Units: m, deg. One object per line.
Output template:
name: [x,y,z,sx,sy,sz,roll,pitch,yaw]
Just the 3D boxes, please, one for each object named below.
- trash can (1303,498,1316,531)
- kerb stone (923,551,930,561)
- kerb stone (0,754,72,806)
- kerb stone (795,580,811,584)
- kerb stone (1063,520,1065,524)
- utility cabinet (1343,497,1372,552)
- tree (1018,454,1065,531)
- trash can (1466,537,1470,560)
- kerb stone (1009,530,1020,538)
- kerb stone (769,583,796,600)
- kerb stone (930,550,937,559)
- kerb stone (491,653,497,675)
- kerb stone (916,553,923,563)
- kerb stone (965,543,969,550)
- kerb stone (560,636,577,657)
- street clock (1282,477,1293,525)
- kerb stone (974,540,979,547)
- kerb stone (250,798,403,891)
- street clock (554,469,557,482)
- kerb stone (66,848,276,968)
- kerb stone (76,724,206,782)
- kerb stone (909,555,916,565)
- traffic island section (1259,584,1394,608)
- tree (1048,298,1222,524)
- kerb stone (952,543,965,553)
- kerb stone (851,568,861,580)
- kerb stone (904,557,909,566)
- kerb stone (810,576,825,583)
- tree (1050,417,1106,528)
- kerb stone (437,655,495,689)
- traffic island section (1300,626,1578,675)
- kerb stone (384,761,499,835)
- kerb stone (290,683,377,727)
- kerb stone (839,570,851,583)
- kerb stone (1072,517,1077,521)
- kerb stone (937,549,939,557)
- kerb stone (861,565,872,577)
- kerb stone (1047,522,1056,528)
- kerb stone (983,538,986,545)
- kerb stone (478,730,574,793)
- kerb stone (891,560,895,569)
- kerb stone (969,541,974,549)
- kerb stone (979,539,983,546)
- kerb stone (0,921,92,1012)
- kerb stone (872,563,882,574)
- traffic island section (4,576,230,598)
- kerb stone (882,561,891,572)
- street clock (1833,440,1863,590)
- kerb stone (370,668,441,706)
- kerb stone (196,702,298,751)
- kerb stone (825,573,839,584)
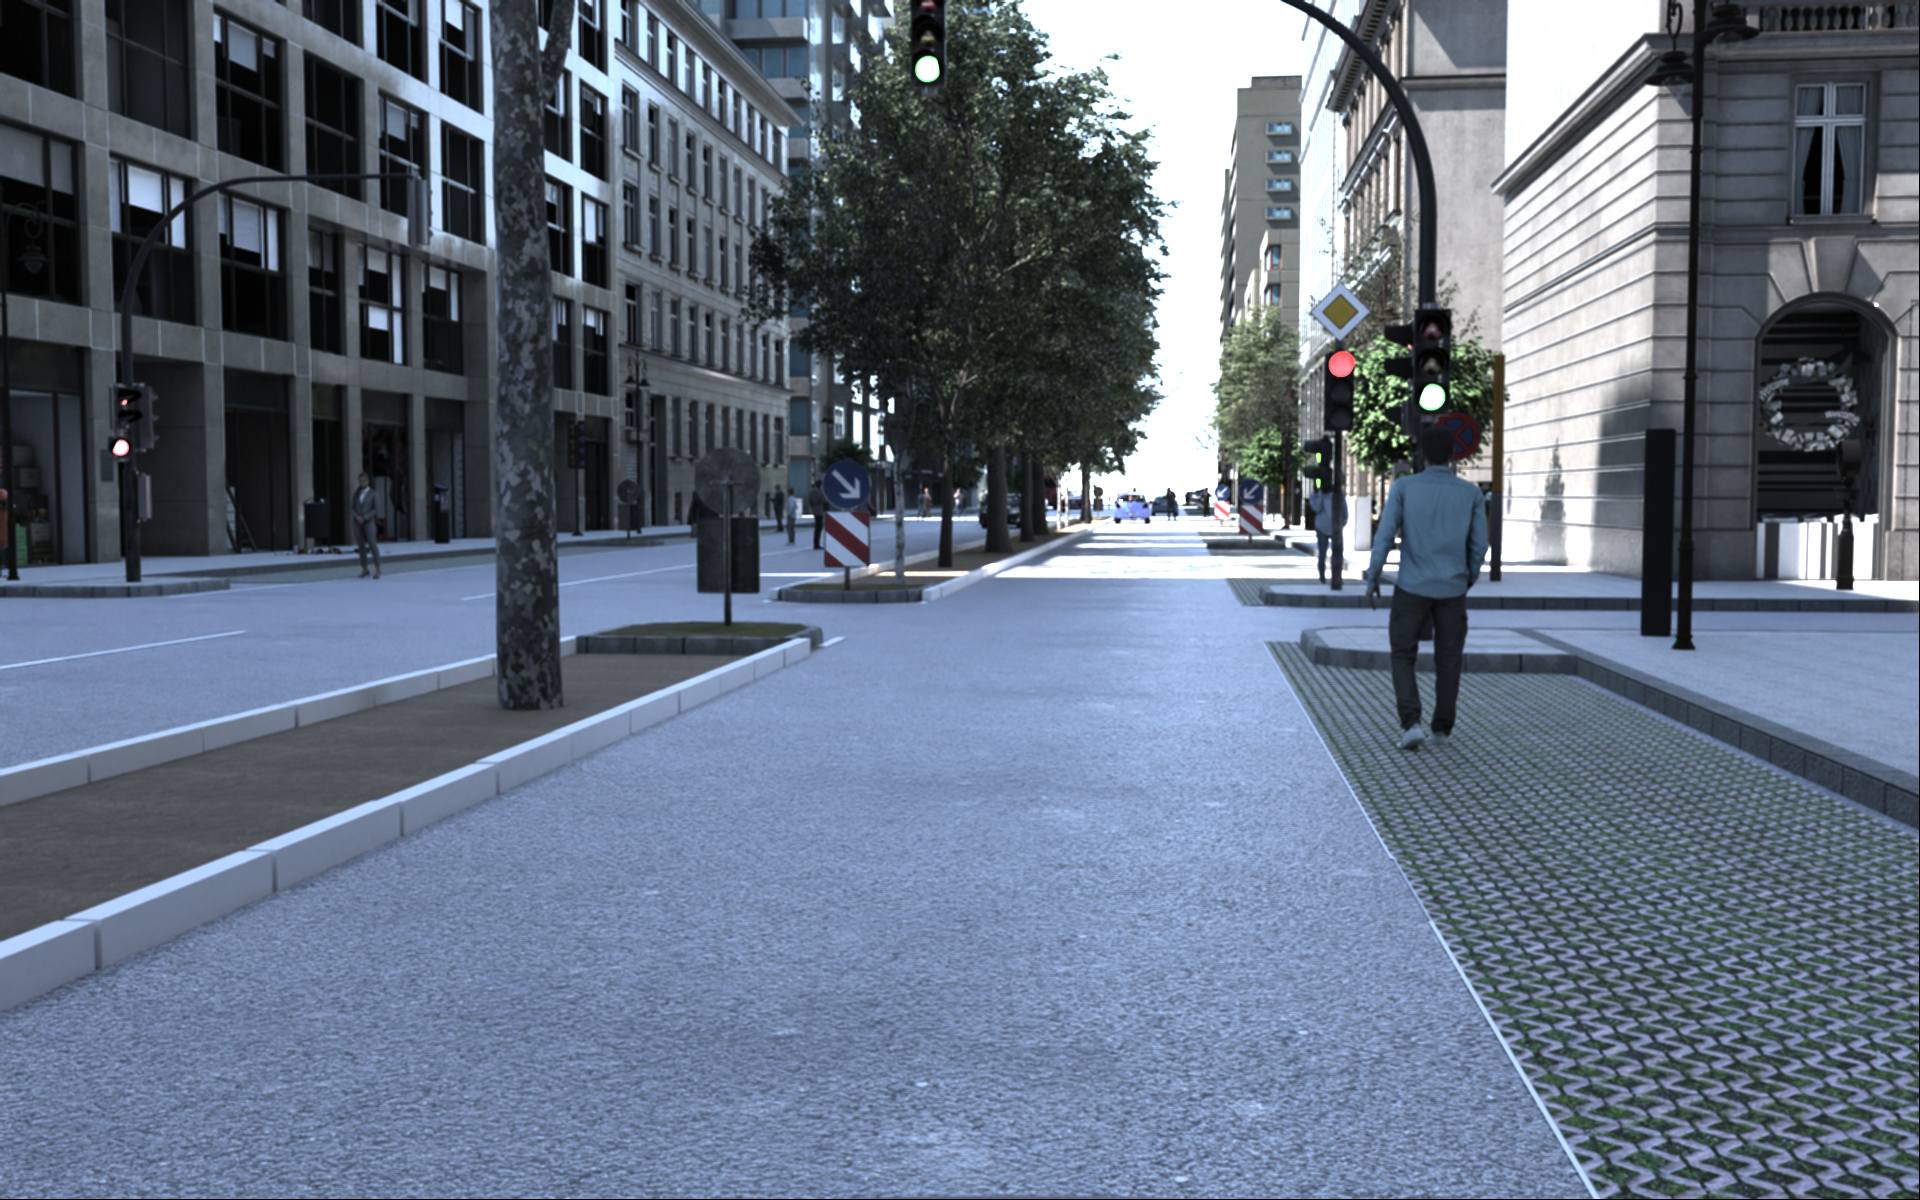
trash can: [12.319,-2.981,60.394,0.748,1.137,0.748,0,3,0]
kerb stone: [-0.820,-0.909,37.064,0.120,0.150,1.000,0,4,7]
kerb stone: [-4.412,0.866,8.031,0.120,0.150,1.000,0,4,7]
kerb stone: [-2.335,-0.162,24.838,0.120,0.150,1.000,0,4,7]
kerb stone: [4.728,-3.642,81.818,0.120,0.150,1.000,0,4,7]
utility cabinet: [8.847,-1.678,38.591,0.306,1.237,1.020,2,4,33]
tree: [3.875,-7.020,67.601,4.737,8.622,4.395,0,3,0]
trash can: [7.219,-0.828,25.199,0.748,1.137,0.748,0,3,0]
kerb stone: [1.831,-2.217,58.438,0.120,0.150,1.000,0,4,7]
kerb stone: [-2.456,-0.094,23.818,0.120,0.150,1.000,0,4,7]
kerb stone: [-0.693,-0.971,38.078,0.120,0.150,1.000,0,4,7]
kerb stone: [-3.661,0.495,14.143,0.120,0.150,1.000,0,4,7]
kerb stone: [-0.948,-0.843,36.040,0.120,0.150,1.000,0,4,7]
kerb stone: [0.056,-1.340,44.177,0.120,0.150,1.000,0,4,7]
kerb stone: [-3.528,0.433,15.157,0.120,0.150,1.000,0,4,7]
street clock: [13.624,-4.124,72.005,0.358,2.002,0.471,-2,4,-34]
kerb stone: [0.315,-1.465,46.209,0.120,0.150,1.000,0,4,7]
kerb stone: [-2.460,0.945,6.748,0.120,0.150,1.000,0,4,7]
street clock: [-11.300,-2.631,47.589,0.471,2.002,0.358,3,5,43]
kerb stone: [-2.590,1.008,5.732,0.120,0.150,1.000,0,4,7]
kerb stone: [-4.291,0.804,9.051,0.120,0.150,1.000,0,4,7]
kerb stone: [-1.074,-0.784,35.026,0.120,0.150,1.000,0,4,7]
traffic island section: [5.061,-0.056,23.191,2.009,0.180,2.903,0,4,7]
tree: [6.043,-10.330,81.726,12.009,13.543,11.850,0,3,0]
kerb stone: [-0.066,-1.279,43.152,0.120,0.150,1.000,0,4,7]
kerb stone: [-1.838,-0.410,28.905,0.120,0.150,1.000,0,4,7]
kerb stone: [-1.197,-0.718,34.007,0.120,0.150,1.000,0,4,7]
kerb stone: [-2.213,-0.224,25.858,0.120,0.150,1.000,0,4,7]
tree: [4.485,-7.302,72.201,4.360,8.622,3.978,0,3,0]
kerb stone: [-3.792,0.560,13.117,0.120,0.150,1.000,0,4,7]
traffic island section: [4.079,0.429,15.266,2.009,0.180,2.903,0,4,7]
kerb stone: [-2.331,0.888,7.767,0.120,0.150,1.000,0,4,7]
kerb stone: [-4.036,0.680,11.081,0.120,0.150,1.000,0,4,7]
kerb stone: [-1.956,-0.348,27.890,0.120,0.150,1.000,0,4,7]
kerb stone: [5.989,-4.269,91.992,0.120,0.150,1.000,0,4,7]
kerb stone: [-0.575,-1.033,39.094,0.120,0.150,1.000,0,4,7]
kerb stone: [-1.709,-0.473,29.925,0.120,0.150,1.000,0,4,7]
kerb stone: [3.975,-3.272,75.718,0.120,0.150,1.000,0,4,7]
kerb stone: [0.567,-1.593,48.242,0.120,0.150,1.000,0,4,7]
kerb stone: [-2.204,0.819,8.798,0.120,0.150,1.000,0,4,7]
kerb stone: [-1.332,-0.659,32.982,0.120,0.150,1.000,0,4,7]
kerb stone: [0.190,-1.403,45.190,0.120,0.150,1.000,0,4,7]
kerb stone: [0.438,-1.525,47.223,0.120,0.150,1.000,0,4,7]
kerb stone: [-2.722,1.071,4.718,0.120,0.150,1.000,0,4,7]
kerb stone: [-1.584,-0.534,30.946,0.120,0.150,1.000,0,4,7]
traffic island section: [-12.099,-0.186,25.315,2.009,0.180,2.903,0,4,7]
kerb stone: [-1.460,-0.597,31.961,0.120,0.150,1.000,0,4,7]
street clock: [11.847,-1.135,23.131,0.358,2.002,0.471,1,4,17]
kerb stone: [-3.915,0.618,12.098,0.120,0.150,1.000,0,4,7]
kerb stone: [-4.174,0.744,10.068,0.120,0.150,1.000,0,4,7]
kerb stone: [-2.076,-0.286,26.873,0.120,0.150,1.000,0,4,7]
